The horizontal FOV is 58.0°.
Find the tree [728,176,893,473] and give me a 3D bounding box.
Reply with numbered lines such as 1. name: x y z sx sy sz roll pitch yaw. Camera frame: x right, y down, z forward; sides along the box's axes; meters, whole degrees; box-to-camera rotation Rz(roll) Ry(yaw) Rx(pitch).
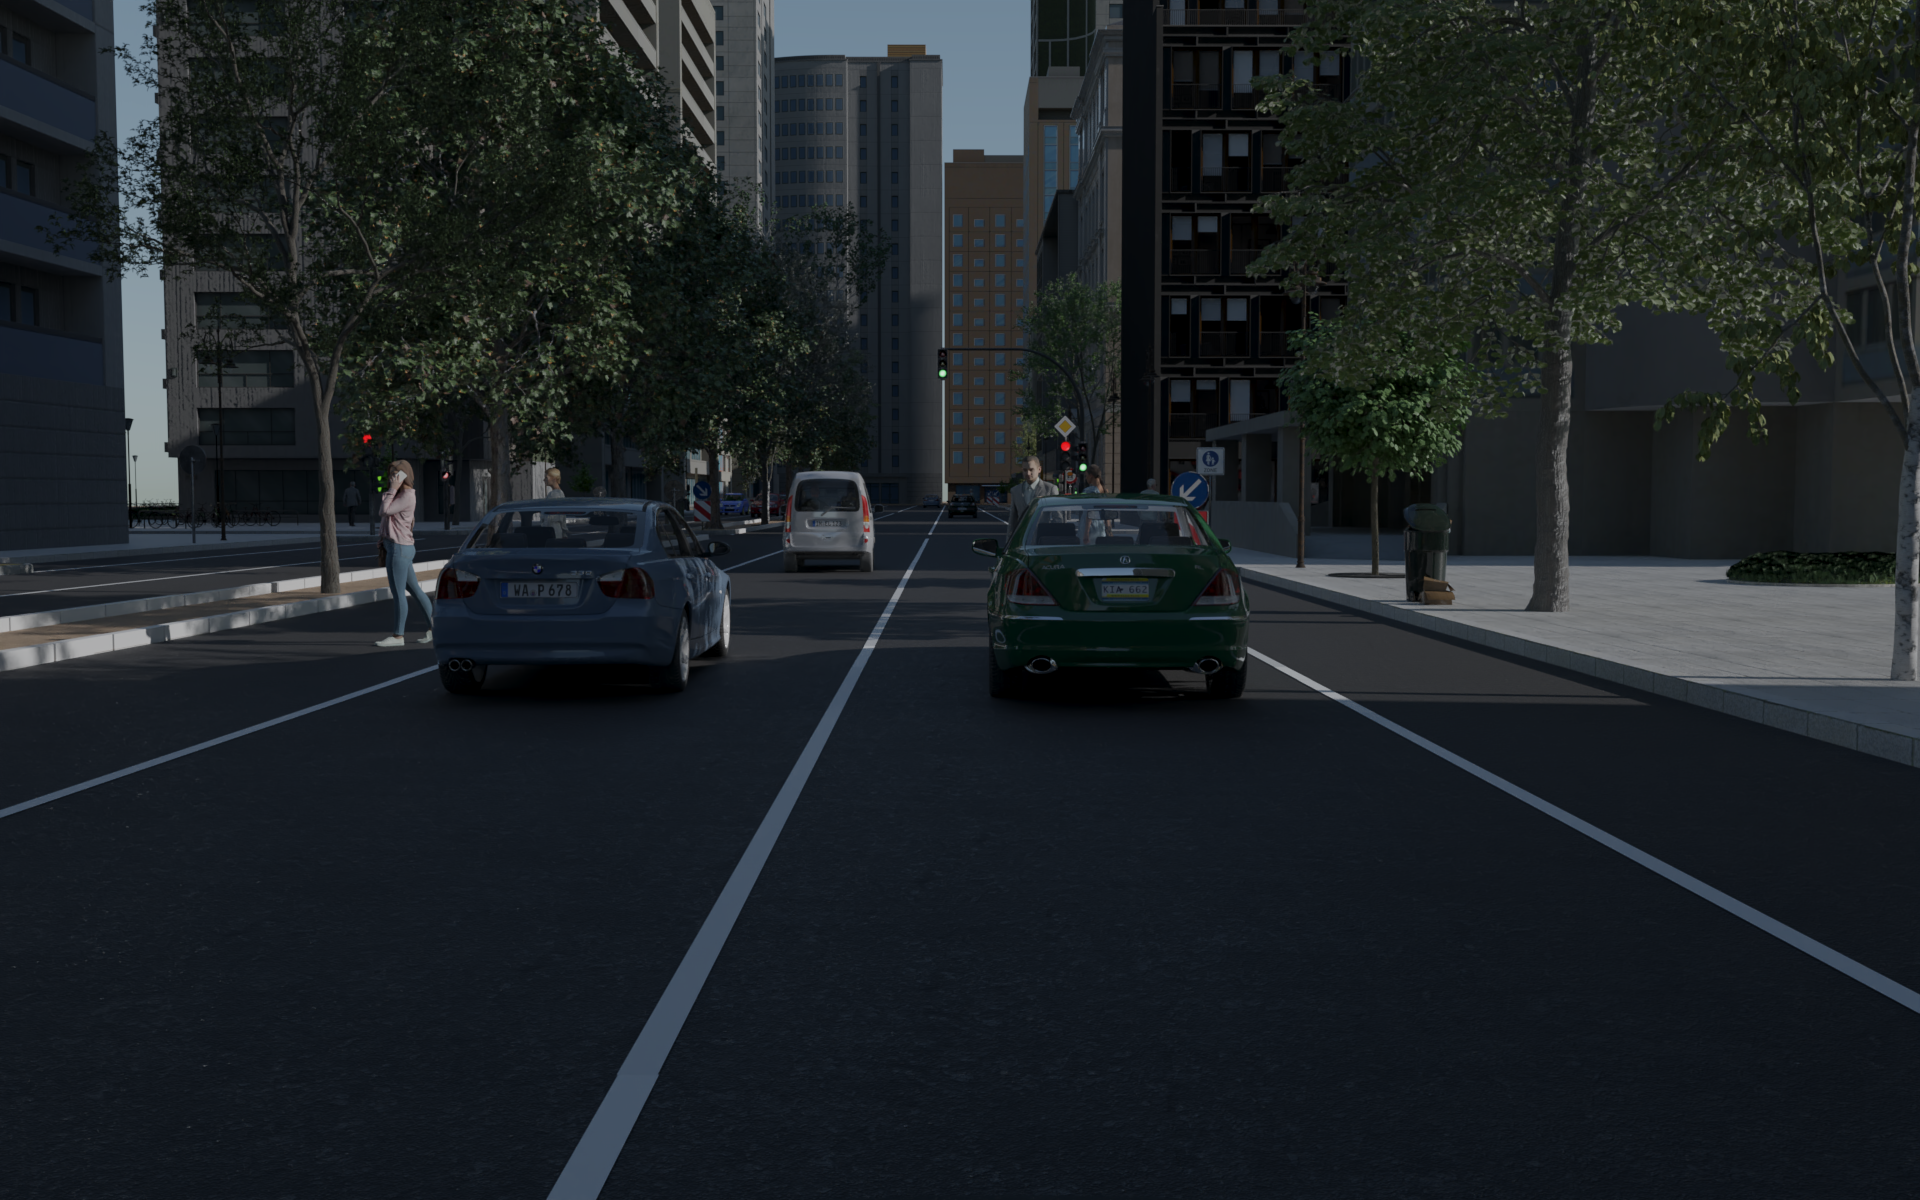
1. tree: -10.684 -15.005 103.684 12.611 20.169 13.585 0 3 0

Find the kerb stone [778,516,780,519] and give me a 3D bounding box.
1. kerb stone: -10.310 -4.567 96.914 0.120 0.150 1.000 0 4 0

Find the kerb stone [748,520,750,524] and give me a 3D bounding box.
1. kerb stone: -10.247 -3.691 82.542 0.120 0.150 1.000 0 4 0

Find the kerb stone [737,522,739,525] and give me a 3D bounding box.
1. kerb stone: -10.230 -3.439 78.430 0.120 0.150 1.000 0 4 0

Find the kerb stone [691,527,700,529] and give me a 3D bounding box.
1. kerb stone: -10.165 -2.686 66.119 0.120 0.150 1.000 0 4 0

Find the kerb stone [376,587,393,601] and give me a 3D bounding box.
1. kerb stone: -7.856 -0.081 23.536 0.120 0.150 1.000 0 4 0

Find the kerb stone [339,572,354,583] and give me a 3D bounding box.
1. kerb stone: -9.980 -0.337 27.726 0.120 0.150 1.000 0 4 0

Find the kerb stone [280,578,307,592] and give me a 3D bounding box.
1. kerb stone: -9.966 -0.212 25.673 0.120 0.150 1.000 0 4 0

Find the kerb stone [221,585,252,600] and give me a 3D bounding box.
1. kerb stone: -9.955 -0.079 23.629 0.120 0.150 1.000 0 4 0

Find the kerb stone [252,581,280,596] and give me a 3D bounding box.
1. kerb stone: -9.965 -0.150 24.651 0.120 0.150 1.000 0 4 0

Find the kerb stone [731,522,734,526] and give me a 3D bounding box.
1. kerb stone: -10.215 -3.308 76.383 0.120 0.150 1.000 0 4 0

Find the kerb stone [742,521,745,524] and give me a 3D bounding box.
1. kerb stone: -10.240 -3.560 80.477 0.120 0.150 1.000 0 4 0

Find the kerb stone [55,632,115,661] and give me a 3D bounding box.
1. kerb stone: -7.811 0.419 15.343 0.120 0.150 1.000 0 4 0

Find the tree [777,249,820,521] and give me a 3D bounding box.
1. tree: -8.924 -7.677 44.991 9.611 12.733 9.660 0 3 0

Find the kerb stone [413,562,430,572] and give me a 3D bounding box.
1. kerb stone: -9.999 -0.589 31.829 0.120 0.150 1.000 0 4 0

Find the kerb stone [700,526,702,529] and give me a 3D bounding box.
1. kerb stone: -10.172 -2.746 67.148 0.120 0.150 1.000 0 4 0

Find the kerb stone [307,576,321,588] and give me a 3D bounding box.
1. kerb stone: -9.972 -0.276 26.702 0.120 0.150 1.000 0 4 0

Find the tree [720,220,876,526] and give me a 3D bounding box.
1. tree: -8.751 -10.060 77.300 12.009 13.543 11.850 0 3 0

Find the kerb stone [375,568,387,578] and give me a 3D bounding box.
1. kerb stone: -9.985 -0.462 29.783 0.120 0.150 1.000 0 4 0

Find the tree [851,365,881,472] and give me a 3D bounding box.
1. tree: -9.157 -10.593 92.664 9.611 12.733 9.660 0 3 0

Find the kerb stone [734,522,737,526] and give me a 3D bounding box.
1. kerb stone: -10.216 -3.374 77.407 0.120 0.150 1.000 0 4 0

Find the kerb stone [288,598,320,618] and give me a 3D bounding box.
1. kerb stone: -7.834 0.109 20.468 0.120 0.150 1.000 0 4 0

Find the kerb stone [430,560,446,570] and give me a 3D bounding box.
1. kerb stone: -10.005 -0.652 32.863 0.120 0.150 1.000 0 4 0

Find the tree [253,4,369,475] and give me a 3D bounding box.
1. tree: -8.946 -6.975 33.507 9.611 12.733 9.660 0 3 0

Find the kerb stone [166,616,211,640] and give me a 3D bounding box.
1. kerb stone: -7.824 0.296 17.397 0.120 0.150 1.000 0 4 0

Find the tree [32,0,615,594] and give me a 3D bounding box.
1. tree: -9.010 -5.383 24.881 8.767 10.594 7.601 0 4 0

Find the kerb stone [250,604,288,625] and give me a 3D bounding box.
1. kerb stone: -7.830 0.168 19.446 0.120 0.150 1.000 0 4 0

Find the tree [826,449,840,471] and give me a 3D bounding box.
1. tree: -9.239 -9.785 112.800 4.737 8.622 4.395 0 3 0

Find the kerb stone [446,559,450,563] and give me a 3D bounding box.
1. kerb stone: -10.005 -0.715 33.885 0.120 0.150 1.000 0 4 0

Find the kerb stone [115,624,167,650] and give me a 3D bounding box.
1. kerb stone: -7.812 0.359 16.371 0.120 0.150 1.000 0 4 0

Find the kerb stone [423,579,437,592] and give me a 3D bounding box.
1. kerb stone: -7.859 -0.207 25.584 0.120 0.150 1.000 0 4 0

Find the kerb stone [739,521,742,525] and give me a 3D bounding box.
1. kerb stone: -10.231 -3.500 79.455 0.120 0.150 1.000 0 4 0

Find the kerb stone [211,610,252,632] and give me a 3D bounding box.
1. kerb stone: -7.825 0.233 18.421 0.120 0.150 1.000 0 4 0

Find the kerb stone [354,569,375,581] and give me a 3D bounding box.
1. kerb stone: -9.975 -0.400 28.748 0.120 0.150 1.000 0 4 0

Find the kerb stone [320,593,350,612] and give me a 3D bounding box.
1. kerb stone: -7.837 0.045 21.490 0.120 0.150 1.000 0 4 0

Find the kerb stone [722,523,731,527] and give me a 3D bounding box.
1. kerb stone: -10.207 -3.246 75.356 0.120 0.150 1.000 0 4 0

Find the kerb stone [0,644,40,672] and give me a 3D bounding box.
1. kerb stone: -7.807 0.482 14.309 0.120 0.150 1.000 0 4 0

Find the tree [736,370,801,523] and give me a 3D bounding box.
1. tree: -9.531 -8.128 85.714 4.360 8.622 3.978 0 3 0

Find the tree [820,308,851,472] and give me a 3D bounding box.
1. tree: -9.351 -8.935 65.545 9.611 12.733 9.660 0 3 0

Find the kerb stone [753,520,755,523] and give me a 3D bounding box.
1. kerb stone: -10.251 -3.811 84.587 0.120 0.150 1.000 0 4 0

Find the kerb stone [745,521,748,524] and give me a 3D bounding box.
1. kerb stone: -10.239 -3.628 81.517 0.120 0.150 1.000 0 4 0

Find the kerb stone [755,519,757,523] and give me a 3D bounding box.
1. kerb stone: -10.260 -3.879 85.609 0.120 0.150 1.000 0 4 0

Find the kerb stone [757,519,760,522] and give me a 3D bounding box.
1. kerb stone: -10.271 -3.935 86.633 0.120 0.150 1.000 0 4 0

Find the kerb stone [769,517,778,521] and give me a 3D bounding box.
1. kerb stone: -10.314 -4.507 95.880 0.120 0.150 1.000 0 4 0

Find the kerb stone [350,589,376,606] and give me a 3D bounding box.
1. kerb stone: -7.849 -0.019 22.514 0.120 0.150 1.000 0 4 0

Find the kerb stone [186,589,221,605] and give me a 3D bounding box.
1. kerb stone: -9.945 -0.018 22.600 0.120 0.150 1.000 0 4 0

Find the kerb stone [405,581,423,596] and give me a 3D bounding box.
1. kerb stone: -7.858 -0.145 24.558 0.120 0.150 1.000 0 4 0

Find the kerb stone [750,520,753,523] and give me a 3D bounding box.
1. kerb stone: -10.244 -3.753 83.565 0.120 0.150 1.000 0 4 0

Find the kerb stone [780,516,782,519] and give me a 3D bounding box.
1. kerb stone: -10.324 -4.632 97.936 0.120 0.150 1.000 0 4 0
